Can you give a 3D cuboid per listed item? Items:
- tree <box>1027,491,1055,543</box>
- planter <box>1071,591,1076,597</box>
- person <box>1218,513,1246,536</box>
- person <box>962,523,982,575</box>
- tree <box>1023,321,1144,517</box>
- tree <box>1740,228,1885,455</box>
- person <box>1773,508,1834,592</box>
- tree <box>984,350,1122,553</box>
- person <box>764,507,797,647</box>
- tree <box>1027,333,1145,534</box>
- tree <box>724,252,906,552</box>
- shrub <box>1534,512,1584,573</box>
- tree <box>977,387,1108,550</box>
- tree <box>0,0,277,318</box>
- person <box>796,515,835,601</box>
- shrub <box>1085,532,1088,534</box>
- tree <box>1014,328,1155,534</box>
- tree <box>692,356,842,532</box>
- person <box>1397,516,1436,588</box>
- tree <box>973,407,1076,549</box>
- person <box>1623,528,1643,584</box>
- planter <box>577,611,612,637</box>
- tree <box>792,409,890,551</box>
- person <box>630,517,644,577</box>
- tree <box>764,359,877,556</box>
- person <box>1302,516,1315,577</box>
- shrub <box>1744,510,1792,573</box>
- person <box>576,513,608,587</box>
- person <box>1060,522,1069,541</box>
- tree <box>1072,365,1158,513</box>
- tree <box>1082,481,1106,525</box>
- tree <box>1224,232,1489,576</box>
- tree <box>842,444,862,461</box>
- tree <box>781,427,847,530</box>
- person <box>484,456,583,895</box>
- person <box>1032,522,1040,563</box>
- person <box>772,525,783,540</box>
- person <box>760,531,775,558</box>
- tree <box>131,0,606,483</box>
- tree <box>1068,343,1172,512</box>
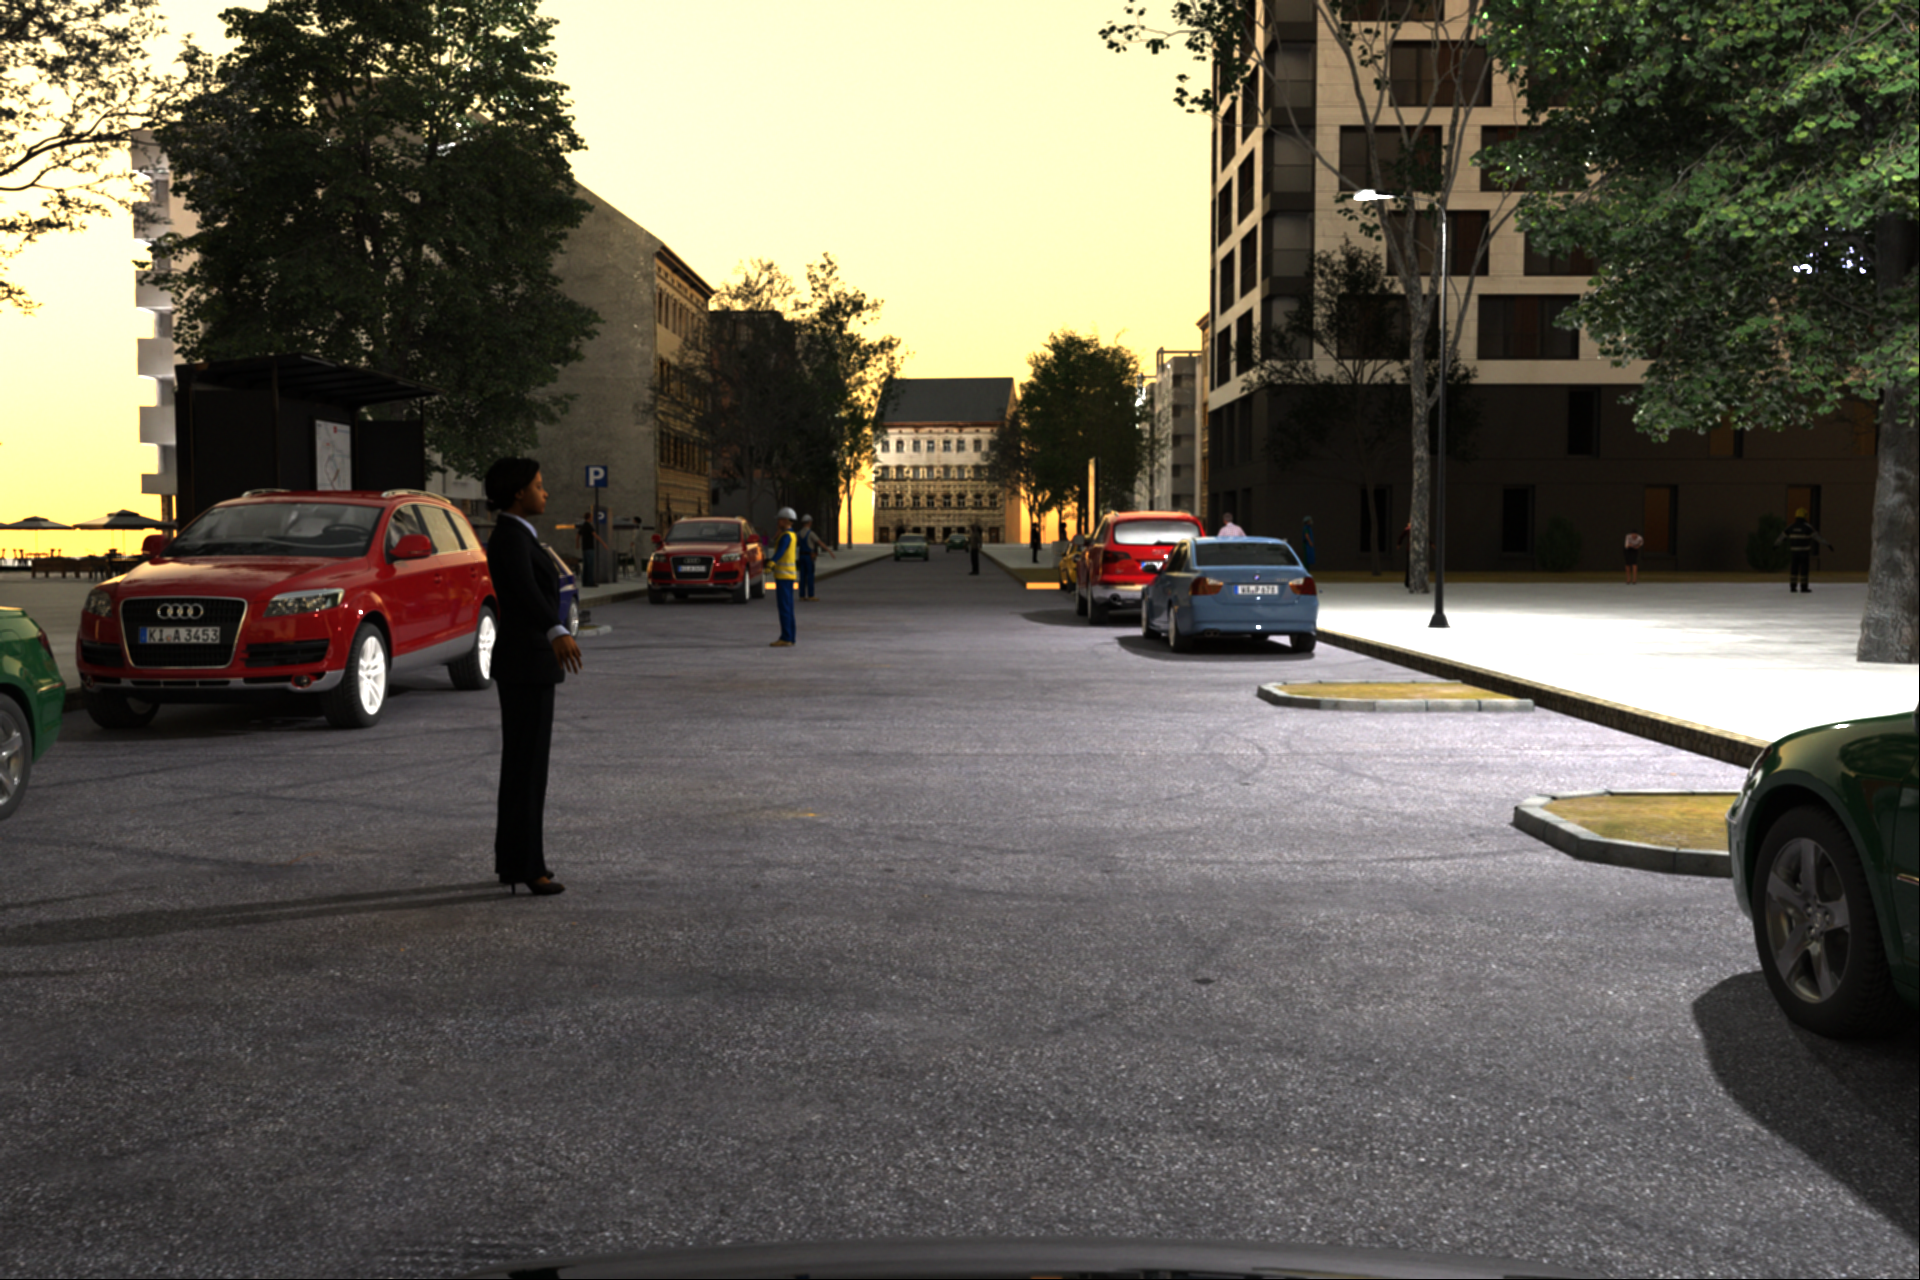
[{"bbox_3d":[11.766,-17.493,236.376,4.360,8.622,3.978,0,3,0],"label":"tree"},{"bbox_3d":[3.591,-1.168,40.243,1.991,0.319,1.994,0,4,-1],"label":"planter"},{"bbox_3d":[5.547,-1.753,35.641,0.756,1.711,0.436,-1,4,-11],"label":"person"},{"bbox_3d":[0.489,-3.203,60.960,0.705,1.813,1.348,-2,4,-27],"label":"person"},{"bbox_3d":[4.868,-6.659,59.242,4.360,8.622,3.978,0,3,0],"label":"tree"},{"bbox_3d":[27.371,-8.427,48.144,12.009,13.543,11.850,0,3,0],"label":"tree"},{"bbox_3d":[18.549,-1.983,38.193,0.704,1.858,1.351,-3,4,-36],"label":"person"},{"bbox_3d":[6.668,-12.585,116.132,12.009,13.543,11.850,0,3,0],"label":"tree"},{"bbox_3d":[-2.314,-0.812,22.190,0.721,1.772,1.216,0,4,7],"label":"person"},{"bbox_3d":[7.164,-11.035,98.554,7.486,12.596,7.792,0,3,0],"label":"tree"},{"bbox_3d":[-10.116,-16.092,118.989,12.611,20.169,13.585,0,3,0],"label":"tree"},{"bbox_3d":[19.980,-3.269,57.867,1.690,2.028,1.600,0,3,0],"label":"shrub"},{"bbox_3d":[6.239,-13.873,137.187,12.009,13.543,11.850,0,3,0],"label":"tree"},{"bbox_3d":[-12.270,-6.480,16.313,12.009,13.543,11.850,0,3,0],"label":"tree"},{"bbox_3d":[-3.252,-1.757,37.037,1.347,1.847,0.705,2,4,34],"label":"person"},{"bbox_3d":[5.307,-3.639,63.547,1.661,2.075,1.752,0,3,0],"label":"shrub"},{"bbox_3d":[6.312,-9.930,88.115,9.928,11.665,9.643,0,3,0],"label":"tree"},{"bbox_3d":[-9.558,-9.574,90.954,7.601,10.594,8.767,3,4,36],"label":"tree"},{"bbox_3d":[10.807,-2.098,41.104,0.721,1.729,1.215,-2,4,-30],"label":"person"},{"bbox_3d":[6.285,-14.762,151.723,12.009,13.543,11.850,0,3,0],"label":"tree"},{"bbox_3d":[17.185,-2.145,44.304,0.628,1.438,0.799,-1,4,-16],"label":"person"},{"bbox_3d":[-6.101,-0.232,24.933,1.991,0.319,1.994,0,4,0],"label":"planter"},{"bbox_3d":[-9.478,-12.689,133.227,9.928,11.665,9.643,0,3,0],"label":"tree"},{"bbox_3d":[-9.771,-2.823,52.337,0.705,1.806,1.347,0,4,-4],"label":"person"},{"bbox_3d":[-8.483,-10.821,102.683,9.928,11.665,9.643,0,3,0],"label":"tree"},{"bbox_3d":[10.398,-2.784,51.649,0.704,1.817,1.347,1,4,10],"label":"person"},{"bbox_3d":[26.957,-3.278,57.632,1.661,2.075,1.752,0,3,0],"label":"shrub"},{"bbox_3d":[-8.985,-2.187,41.980,0.705,1.803,1.348,-3,5,-44],"label":"person"},{"bbox_3d":[4.700,-4.385,77.844,0.704,1.843,1.345,1,4,12],"label":"person"},{"bbox_3d":[6.606,-7.656,75.533,4.360,8.622,3.978,0,3,0],"label":"tree"},{"bbox_3d":[20.295,-19.856,242.773,7.486,12.596,7.792,0,3,0],"label":"tree"},{"bbox_3d":[12.664,-7.268,53.243,8.767,10.594,7.601,-2,4,-29],"label":"tree"},{"bbox_3d":[-19.647,-23.650,242.571,12.611,20.169,13.585,0,3,0],"label":"tree"},{"bbox_3d":[-9.256,-9.706,109.056,4.737,8.622,4.395,0,3,0],"label":"tree"},{"bbox_3d":[-1.686,0.134,6.995,0.721,1.740,1.216,-1,4,-21],"label":"person"},{"bbox_3d":[3.377,-4.333,77.037,0.705,1.806,1.347,1,4,10],"label":"person"},{"bbox_3d":[-8.277,-4.387,78.522,0.721,1.733,1.217,1,4,19],"label":"person"},{"bbox_3d":[-8.571,-4.087,76.081,0.991,1.433,0.599,-1,4,-15],"label":"person"},{"bbox_3d":[-11.890,-7.907,35.931,9.857,13.997,8.962,0,3,0],"label":"tree"},{"bbox_3d":[5.889,-7.172,67.627,4.360,8.622,3.978,0,3,0],"label":"tree"}]
